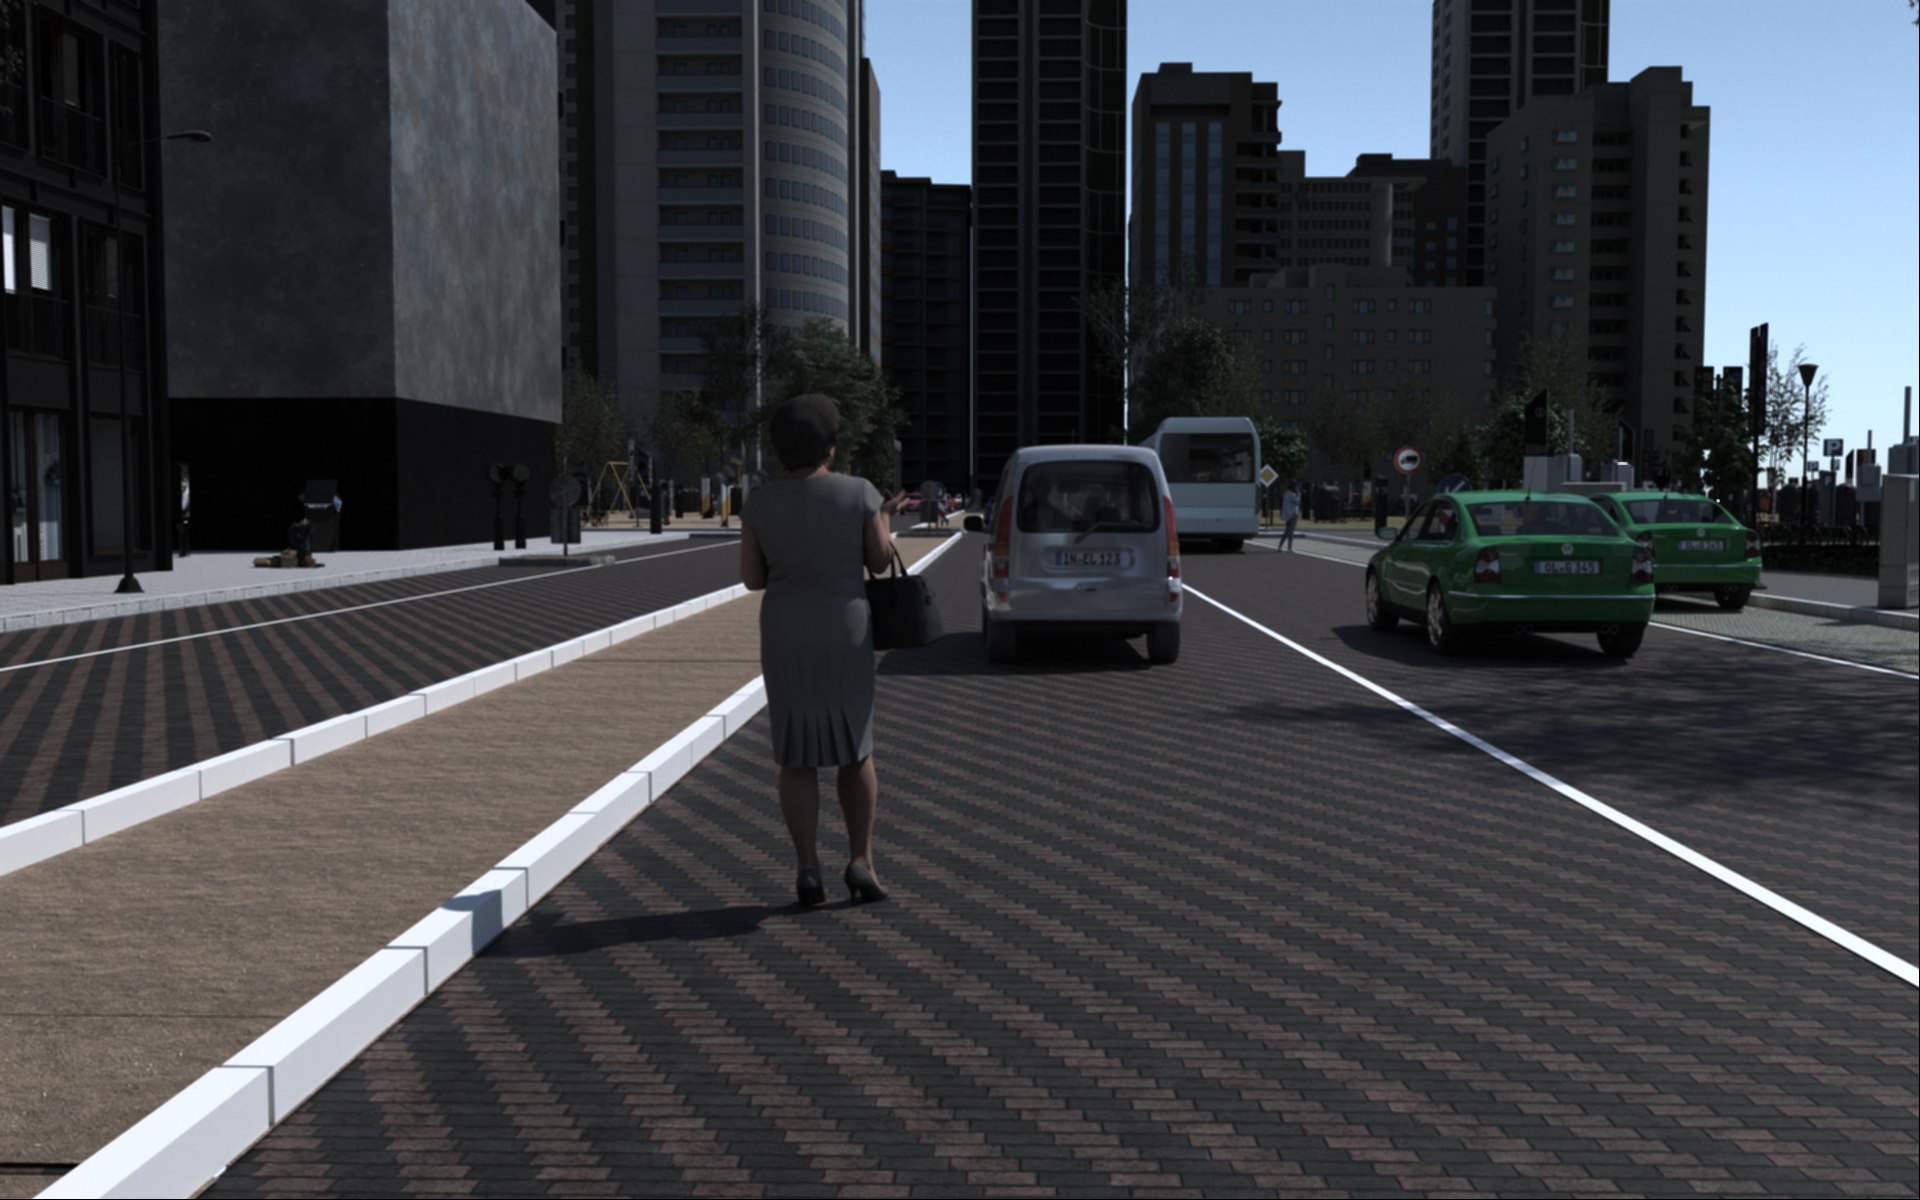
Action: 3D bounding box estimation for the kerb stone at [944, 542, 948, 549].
[{"bbox_3d":[-0.435,-1.294,43.345,0.120,0.150,1.000,0,4,2],"label":"kerb stone"}]

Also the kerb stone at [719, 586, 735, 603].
[{"bbox_3d":[-3.147,-0.044,22.919,0.120,0.150,1.000,0,4,2],"label":"kerb stone"}]

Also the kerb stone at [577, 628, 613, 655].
[{"bbox_3d":[-3.355,0.395,15.741,0.120,0.150,1.000,0,4,2],"label":"kerb stone"}]

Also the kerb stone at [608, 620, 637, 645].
[{"bbox_3d":[-3.322,0.332,16.770,0.120,0.150,1.000,0,4,2],"label":"kerb stone"}]

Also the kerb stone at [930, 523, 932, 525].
[{"bbox_3d":[-1.486,-3.456,78.772,0.120,0.150,1.000,0,4,2],"label":"kerb stone"}]

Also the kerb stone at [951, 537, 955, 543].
[{"bbox_3d":[-0.291,-1.607,48.466,0.120,0.150,1.000,0,4,2],"label":"kerb stone"}]

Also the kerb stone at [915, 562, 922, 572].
[{"bbox_3d":[-0.803,-0.541,31.038,0.120,0.150,1.000,0,4,2],"label":"kerb stone"}]

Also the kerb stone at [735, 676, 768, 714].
[{"bbox_3d":[-1.381,0.649,11.577,0.120,0.150,1.000,0,4,2],"label":"kerb stone"}]

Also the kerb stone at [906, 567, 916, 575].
[{"bbox_3d":[-0.864,-0.415,28.988,0.120,0.150,1.000,0,4,2],"label":"kerb stone"}]

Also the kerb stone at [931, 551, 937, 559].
[{"bbox_3d":[-0.625,-0.912,37.195,0.120,0.150,1.000,0,4,2],"label":"kerb stone"}]

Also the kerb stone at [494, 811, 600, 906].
[{"bbox_3d":[-1.531,0.963,6.458,0.120,0.150,1.000,0,4,2],"label":"kerb stone"}]

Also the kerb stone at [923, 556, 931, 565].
[{"bbox_3d":[-0.711,-0.729,34.123,0.120,0.150,1.000,0,4,2],"label":"kerb stone"}]

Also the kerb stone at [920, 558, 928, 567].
[{"bbox_3d":[-0.744,-0.666,33.090,0.120,0.150,1.000,0,4,2],"label":"kerb stone"}]

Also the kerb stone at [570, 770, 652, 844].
[{"bbox_3d":[-1.508,0.900,7.480,0.120,0.150,1.000,0,4,2],"label":"kerb stone"}]

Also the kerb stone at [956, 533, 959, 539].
[{"bbox_3d":[-0.167,-1.856,52.559,0.120,0.150,1.000,0,4,2],"label":"kerb stone"}]

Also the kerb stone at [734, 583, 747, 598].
[{"bbox_3d":[-3.112,-0.107,23.947,0.120,0.150,1.000,0,4,2],"label":"kerb stone"}]

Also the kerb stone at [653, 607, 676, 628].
[{"bbox_3d":[-3.268,0.209,18.823,0.120,0.150,1.000,0,4,2],"label":"kerb stone"}]

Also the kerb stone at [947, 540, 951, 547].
[{"bbox_3d":[-0.375,-1.414,45.398,0.120,0.150,1.000,0,4,2],"label":"kerb stone"}]

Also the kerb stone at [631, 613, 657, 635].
[{"bbox_3d":[-3.304,0.269,17.793,0.120,0.150,1.000,0,4,2],"label":"kerb stone"}]

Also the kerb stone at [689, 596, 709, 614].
[{"bbox_3d":[-3.207,0.081,20.867,0.120,0.150,1.000,0,4,2],"label":"kerb stone"}]

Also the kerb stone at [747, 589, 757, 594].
[{"bbox_3d":[-3.087,-0.167,24.968,0.120,0.150,1.000,0,4,2],"label":"kerb stone"}]

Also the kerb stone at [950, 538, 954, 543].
[{"bbox_3d":[-0.312,-1.543,47.444,0.120,0.150,1.000,0,4,2],"label":"kerb stone"}]

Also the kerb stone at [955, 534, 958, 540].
[{"bbox_3d":[-0.199,-1.795,51.538,0.120,0.150,1.000,0,4,2],"label":"kerb stone"}]

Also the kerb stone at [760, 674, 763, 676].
[{"bbox_3d":[-1.346,0.591,12.604,0.120,0.150,1.000,0,4,2],"label":"kerb stone"}]

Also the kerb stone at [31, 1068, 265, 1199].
[{"bbox_3d":[-1.624,1.152,3.382,0.120,0.150,1.000,0,4,2],"label":"kerb stone"}]

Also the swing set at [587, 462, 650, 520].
[{"bbox_3d":[-16.925,-5.419,86.222,2.862,2.851,3.119,1,4,12],"label":"swing set"}]

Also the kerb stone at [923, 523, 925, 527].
[{"bbox_3d":[-1.671,-3.084,72.616,0.120,0.150,1.000,0,4,2],"label":"kerb stone"}]

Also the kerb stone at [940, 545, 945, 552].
[{"bbox_3d":[-0.505,-1.168,41.297,0.120,0.150,1.000,0,4,2],"label":"kerb stone"}]

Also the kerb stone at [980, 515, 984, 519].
[{"bbox_3d":[1.500,-5.275,108.459,0.120,0.150,1.000,0,4,2],"label":"kerb stone"}]

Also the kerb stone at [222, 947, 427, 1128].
[{"bbox_3d":[-1.593,1.094,4.410,0.120,0.150,1.000,0,4,2],"label":"kerb stone"}]

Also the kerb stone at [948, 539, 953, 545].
[{"bbox_3d":[-0.344,-1.476,46.423,0.120,0.150,1.000,0,4,2],"label":"kerb stone"}]

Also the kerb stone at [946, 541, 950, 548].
[{"bbox_3d":[-0.405,-1.355,44.375,0.120,0.150,1.000,0,4,2],"label":"kerb stone"}]

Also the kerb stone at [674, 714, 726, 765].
[{"bbox_3d":[-1.444,0.779,9.532,0.120,0.150,1.000,0,4,2],"label":"kerb stone"}]

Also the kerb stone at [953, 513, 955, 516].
[{"bbox_3d":[-0.581,-5.342,109.534,0.120,0.150,1.000,0,4,2],"label":"kerb stone"}]

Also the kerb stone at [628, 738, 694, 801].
[{"bbox_3d":[-1.471,0.837,8.506,0.120,0.150,1.000,0,4,2],"label":"kerb stone"}]

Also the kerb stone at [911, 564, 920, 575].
[{"bbox_3d":[-0.832,-0.478,30.017,0.120,0.150,1.000,0,4,2],"label":"kerb stone"}]

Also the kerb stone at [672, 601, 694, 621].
[{"bbox_3d":[-3.235,0.149,19.844,0.120,0.150,1.000,0,4,2],"label":"kerb stone"}]

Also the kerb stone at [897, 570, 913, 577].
[{"bbox_3d":[-0.892,-0.352,27.967,0.120,0.150,1.000,0,4,2],"label":"kerb stone"}]

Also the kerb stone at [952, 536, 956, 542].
[{"bbox_3d":[-0.261,-1.670,49.492,0.120,0.150,1.000,0,4,2],"label":"kerb stone"}]

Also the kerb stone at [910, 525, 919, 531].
[{"bbox_3d":[-1.797,-2.828,68.515,0.120,0.150,1.000,0,4,2],"label":"kerb stone"}]

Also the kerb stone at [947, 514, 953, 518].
[{"bbox_3d":[-0.636,-5.214,107.490,0.120,0.150,1.000,0,4,2],"label":"kerb stone"}]

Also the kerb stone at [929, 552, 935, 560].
[{"bbox_3d":[-0.654,-0.855,36.169,0.120,0.150,1.000,0,4,2],"label":"kerb stone"}]

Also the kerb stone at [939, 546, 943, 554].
[{"bbox_3d":[-0.525,-1.106,40.274,0.120,0.150,1.000,0,4,2],"label":"kerb stone"}]

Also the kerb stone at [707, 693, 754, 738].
[{"bbox_3d":[-1.407,0.712,10.554,0.120,0.150,1.000,0,4,2],"label":"kerb stone"}]

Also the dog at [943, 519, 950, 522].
[{"bbox_3d":[-0.659,-4.155,88.135,0.748,0.427,0.550,-1,4,-18],"label":"dog"}]

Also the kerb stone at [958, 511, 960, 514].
[{"bbox_3d":[-0.273,-5.968,119.774,0.120,0.150,1.000,0,4,2],"label":"kerb stone"}]

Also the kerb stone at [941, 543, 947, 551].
[{"bbox_3d":[-0.467,-1.231,42.324,0.120,0.150,1.000,0,4,2],"label":"kerb stone"}]

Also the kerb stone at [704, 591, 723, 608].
[{"bbox_3d":[-3.177,0.018,21.897,0.120,0.150,1.000,0,4,2],"label":"kerb stone"}]

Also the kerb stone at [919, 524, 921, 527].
[{"bbox_3d":[-1.765,-2.896,69.542,0.120,0.150,1.000,0,4,2],"label":"kerb stone"}]

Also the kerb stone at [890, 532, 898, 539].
[{"bbox_3d":[-2.146,-2.112,56.734,0.120,0.150,1.000,0,4,2],"label":"kerb stone"}]

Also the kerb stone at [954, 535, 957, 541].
[{"bbox_3d":[-0.225,-1.732,50.516,0.120,0.150,1.000,0,4,2],"label":"kerb stone"}]

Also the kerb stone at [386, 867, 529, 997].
[{"bbox_3d":[-1.560,1.029,5.431,0.120,0.150,1.000,0,4,2],"label":"kerb stone"}]

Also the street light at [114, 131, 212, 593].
[{"bbox_3d":[-10.272,-3.046,22.342,1.470,5.913,1.316,0,4,2],"label":"street light"}]

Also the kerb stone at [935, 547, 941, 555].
[{"bbox_3d":[-0.563,-1.043,39.244,0.120,0.150,1.000,0,4,2],"label":"kerb stone"}]

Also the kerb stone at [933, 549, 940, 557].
[{"bbox_3d":[-0.586,-0.980,38.222,0.120,0.150,1.000,0,4,2],"label":"kerb stone"}]

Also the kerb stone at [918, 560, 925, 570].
[{"bbox_3d":[-0.776,-0.603,32.061,0.120,0.150,1.000,0,4,2],"label":"kerb stone"}]

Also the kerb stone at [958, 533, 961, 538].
[{"bbox_3d":[-0.127,-1.915,53.580,0.120,0.150,1.000,0,4,2],"label":"kerb stone"}]

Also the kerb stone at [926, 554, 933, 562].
[{"bbox_3d":[-0.683,-0.791,35.147,0.120,0.150,1.000,0,4,2],"label":"kerb stone"}]
